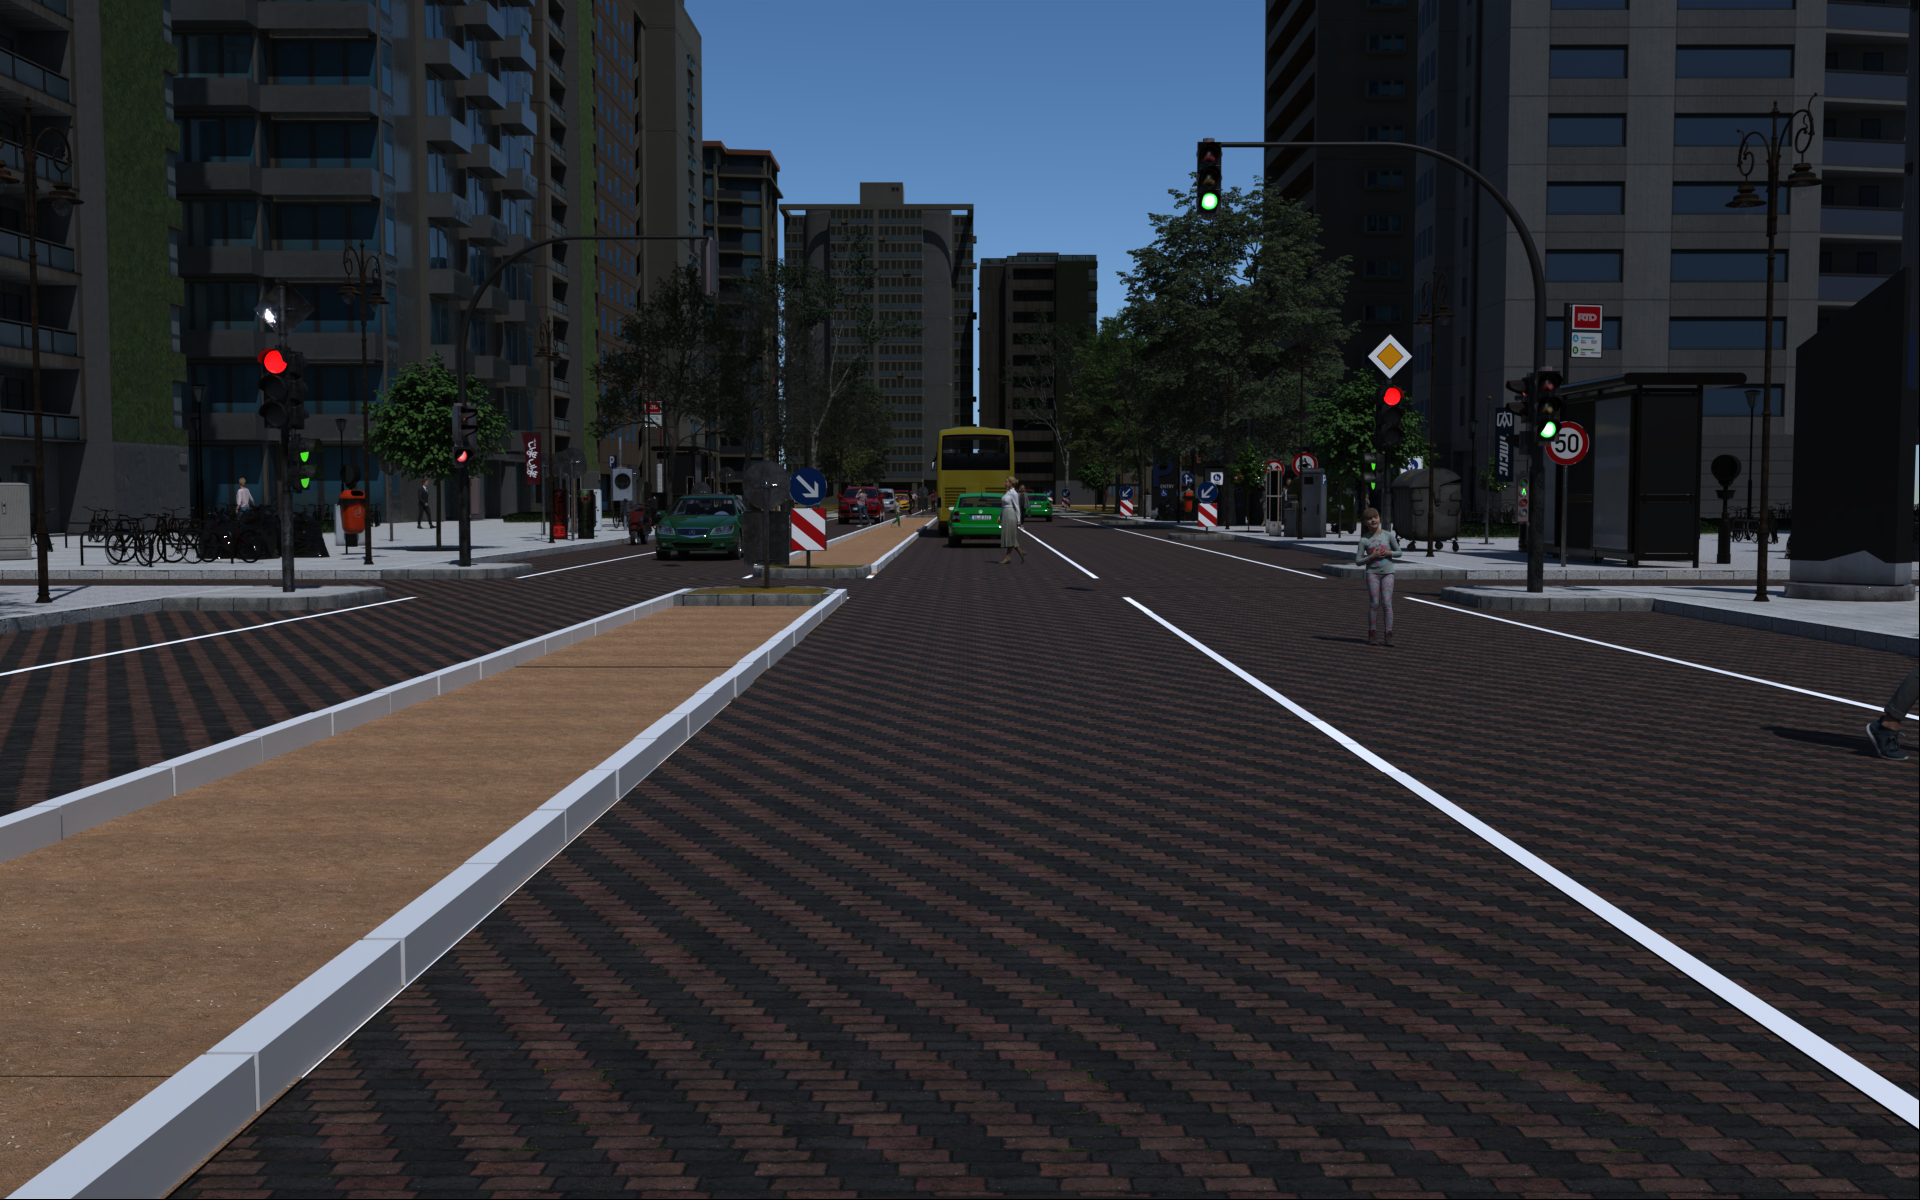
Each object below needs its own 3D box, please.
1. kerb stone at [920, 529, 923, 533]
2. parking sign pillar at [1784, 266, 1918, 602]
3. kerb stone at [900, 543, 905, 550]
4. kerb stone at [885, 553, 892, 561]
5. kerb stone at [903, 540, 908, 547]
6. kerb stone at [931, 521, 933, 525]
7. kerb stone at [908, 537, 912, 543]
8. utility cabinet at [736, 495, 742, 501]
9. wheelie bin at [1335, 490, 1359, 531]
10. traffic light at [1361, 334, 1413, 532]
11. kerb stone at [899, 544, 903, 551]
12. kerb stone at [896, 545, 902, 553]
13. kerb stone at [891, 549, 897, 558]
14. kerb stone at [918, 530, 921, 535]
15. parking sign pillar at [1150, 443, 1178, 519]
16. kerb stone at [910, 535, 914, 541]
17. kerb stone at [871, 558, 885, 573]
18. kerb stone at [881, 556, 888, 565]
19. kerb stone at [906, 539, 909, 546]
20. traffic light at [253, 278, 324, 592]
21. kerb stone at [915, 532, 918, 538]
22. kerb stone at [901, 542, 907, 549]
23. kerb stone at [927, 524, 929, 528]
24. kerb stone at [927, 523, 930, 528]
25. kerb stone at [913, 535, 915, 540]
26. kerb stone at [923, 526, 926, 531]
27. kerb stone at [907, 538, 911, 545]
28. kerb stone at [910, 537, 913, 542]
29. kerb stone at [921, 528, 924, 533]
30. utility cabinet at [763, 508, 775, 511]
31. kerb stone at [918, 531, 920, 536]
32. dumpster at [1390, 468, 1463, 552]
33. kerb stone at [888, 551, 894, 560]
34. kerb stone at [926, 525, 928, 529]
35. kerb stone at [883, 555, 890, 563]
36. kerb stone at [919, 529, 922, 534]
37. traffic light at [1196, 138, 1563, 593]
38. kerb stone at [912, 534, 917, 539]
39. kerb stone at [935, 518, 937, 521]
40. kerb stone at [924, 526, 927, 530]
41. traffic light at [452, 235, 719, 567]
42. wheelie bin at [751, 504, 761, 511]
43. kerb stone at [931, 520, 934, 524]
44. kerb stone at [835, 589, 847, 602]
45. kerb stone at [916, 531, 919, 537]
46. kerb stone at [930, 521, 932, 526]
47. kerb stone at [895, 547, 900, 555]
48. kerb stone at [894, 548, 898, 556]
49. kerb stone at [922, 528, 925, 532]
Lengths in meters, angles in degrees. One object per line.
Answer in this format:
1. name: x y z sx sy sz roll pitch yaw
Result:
1. kerb stone: -1.431 -2.276 59.410 0.120 0.150 1.000 0 4 0
2. parking sign pillar: 10.949 -2.003 21.215 1.447 3.967 1.447 -3 4 -37
3. kerb stone: -1.500 -1.271 42.976 0.120 0.150 1.000 0 4 0
4. kerb stone: -1.542 -0.832 35.812 0.120 0.150 1.000 0 4 0
5. kerb stone: -1.493 -1.396 45.025 0.120 0.150 1.000 0 4 0
6. kerb stone: -1.368 -3.279 75.799 0.120 0.150 1.000 0 4 0
7. kerb stone: -1.481 -1.581 48.109 0.120 0.150 1.000 0 4 0
8. utility cabinet: -11.449 -4.663 87.398 0.306 1.237 1.020 3 4 38
9. wheelie bin: 13.445 -3.205 60.302 0.693 1.594 0.980 -3 5 -40
10. traffic light: 7.516 -2.544 30.508 0.839 4.253 0.868 0 4 0
11. kerb stone: -1.509 -1.208 41.953 0.120 0.150 1.000 0 4 0
12. kerb stone: -1.512 -1.142 40.931 0.120 0.150 1.000 0 4 0
13. kerb stone: -1.523 -0.958 37.860 0.120 0.150 1.000 0 4 0
14. kerb stone: -1.443 -2.142 57.348 0.120 0.150 1.000 0 4 0
15. parking sign pillar: 10.408 -6.086 87.977 1.447 3.967 1.447 1 4 19
16. kerb stone: -1.476 -1.710 50.161 0.120 0.150 1.000 0 4 0
17. kerb stone: -1.546 -0.644 32.731 0.120 0.150 1.000 0 4 0
18. kerb stone: -1.537 -0.707 33.754 0.120 0.150 1.000 0 4 0
19. kerb stone: -1.488 -1.459 46.051 0.120 0.150 1.000 0 4 0
20. traffic light: -8.780 -2.058 22.577 0.839 4.253 0.868 0 4 0
21. kerb stone: -1.459 -1.958 54.252 0.120 0.150 1.000 0 4 0
22. kerb stone: -1.495 -1.331 43.999 0.120 0.150 1.000 0 4 0
23. kerb stone: -1.396 -2.840 68.625 0.120 0.150 1.000 0 4 0
24. kerb stone: -1.390 -2.902 69.647 0.120 0.150 1.000 0 4 0
25. kerb stone: -1.469 -1.773 51.185 0.120 0.150 1.000 0 4 0
26. kerb stone: -1.416 -2.527 63.512 0.120 0.150 1.000 0 4 0
27. kerb stone: -1.478 -1.522 47.085 0.120 0.150 1.000 0 4 0
28. kerb stone: -1.476 -1.641 49.140 0.120 0.150 1.000 0 4 0
29. kerb stone: -1.420 -2.339 60.433 0.120 0.150 1.000 0 4 0
30. utility cabinet: -11.471 -5.678 103.993 0.306 1.237 1.020 -2 4 -32
31. kerb stone: -1.450 -2.084 56.315 0.120 0.150 1.000 0 4 0
32. dumpster: 10.543 -2.041 39.123 1.264 1.857 1.865 0 4 0
33. kerb stone: -1.534 -0.895 36.834 0.120 0.150 1.000 0 4 0
34. kerb stone: -1.403 -2.712 66.581 0.120 0.150 1.000 0 4 0
35. kerb stone: -1.545 -0.770 34.789 0.120 0.150 1.000 0 4 0
36. kerb stone: -1.447 -2.213 58.378 0.120 0.150 1.000 0 4 0
37. traffic light: 5.389 -2.919 22.390 4.771 5.953 1.251 0 4 0
38. kerb stone: -1.460 -1.836 52.207 0.120 0.150 1.000 0 4 0
39. kerb stone: -1.330 -3.842 85.005 0.120 0.150 1.000 0 4 0
40. kerb stone: -1.405 -2.590 64.535 0.120 0.150 1.000 0 4 0
41. traffic light: -6.653 -3.420 30.588 4.771 5.953 1.251 0 4 0
42. wheelie bin: -11.829 -5.623 99.842 0.693 1.594 0.980 2 4 31
43. kerb stone: -1.356 -3.341 76.821 0.120 0.150 1.000 0 4 0
44. kerb stone: -1.589 -0.044 22.914 0.120 0.150 1.000 0 4 0
45. kerb stone: -1.451 -2.024 55.286 0.120 0.150 1.000 0 4 0
46. kerb stone: -1.364 -3.153 73.750 0.120 0.150 1.000 0 4 0
47. kerb stone: -1.511 -1.078 39.908 0.120 0.150 1.000 0 4 0
48. kerb stone: -1.525 -1.017 38.882 0.120 0.150 1.000 0 4 0
49. kerb stone: -1.420 -2.396 61.459 0.120 0.150 1.000 0 4 0
